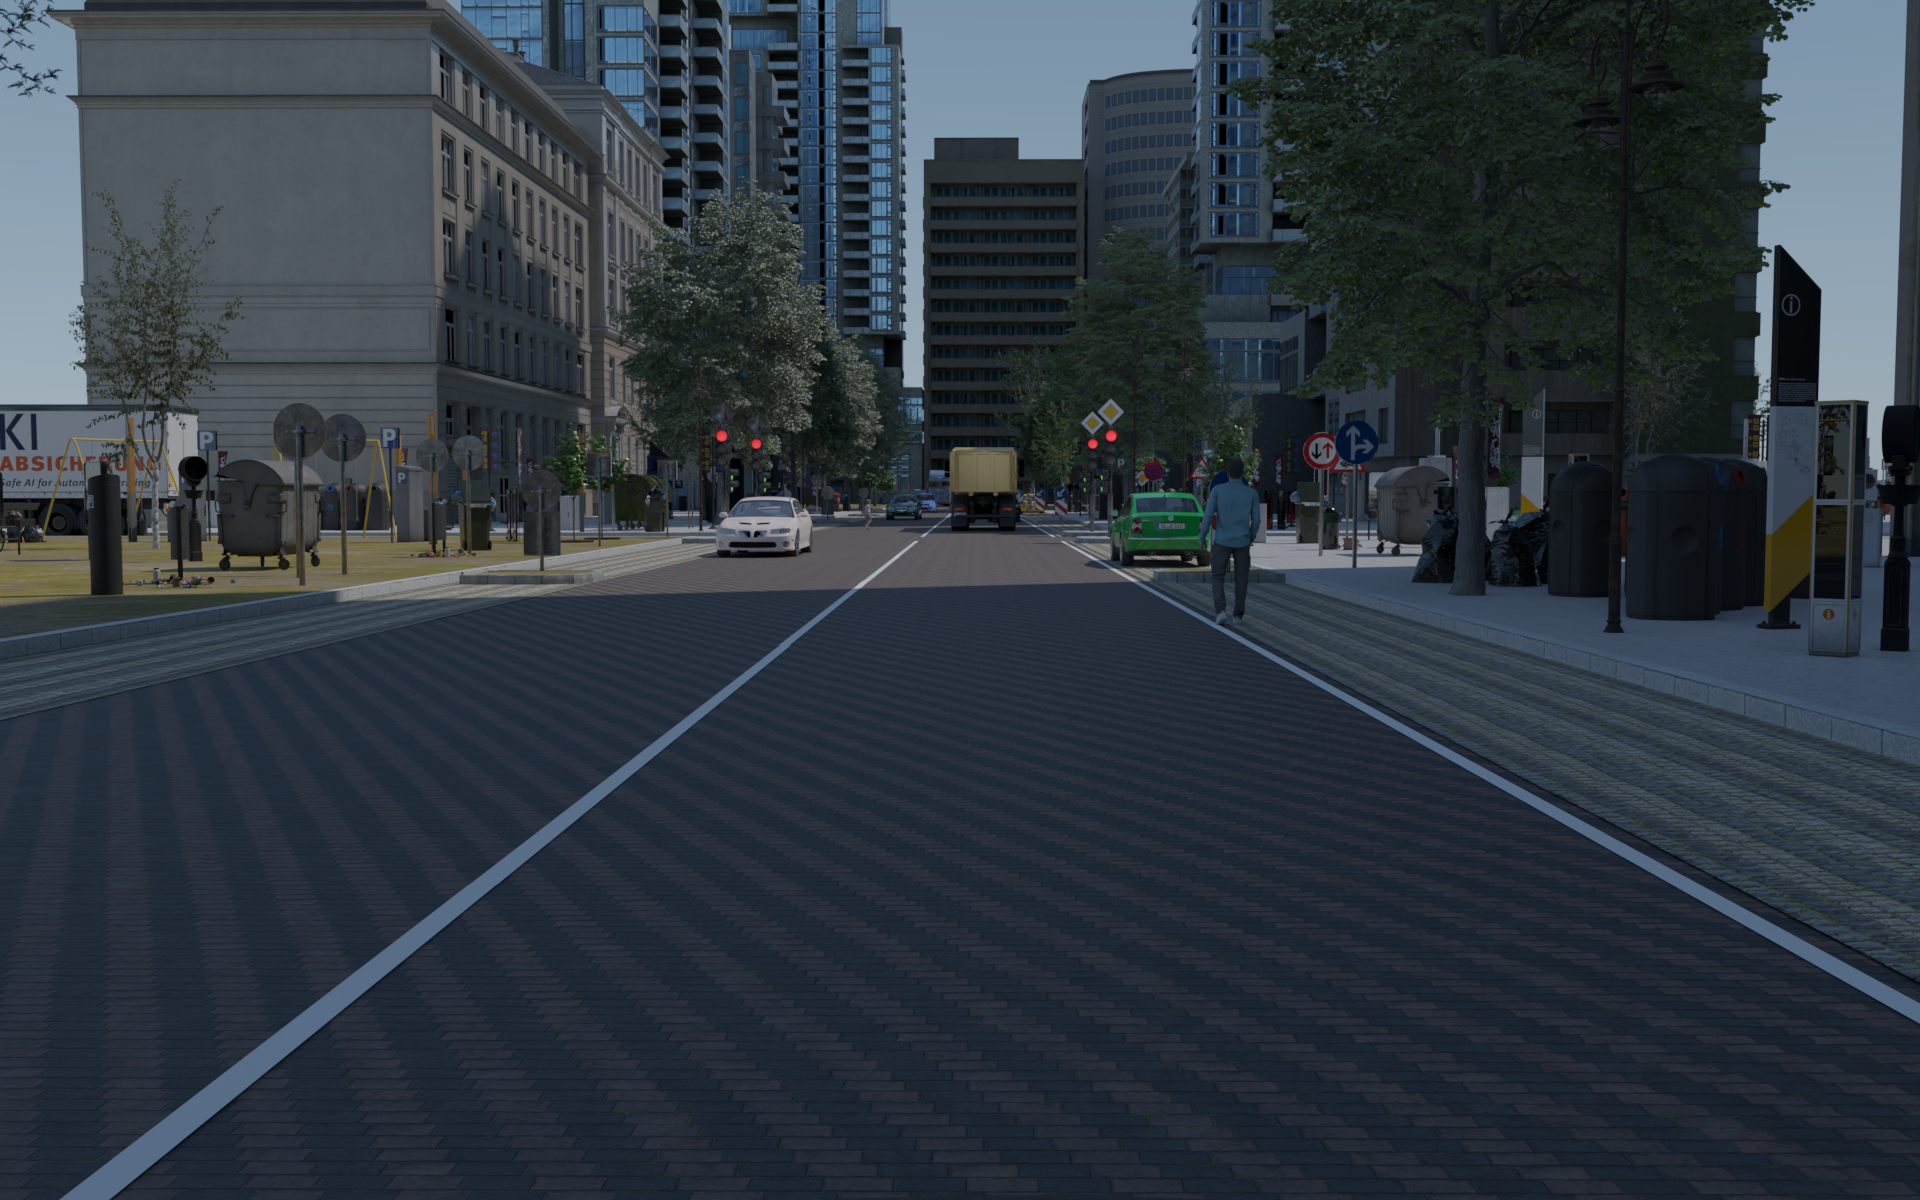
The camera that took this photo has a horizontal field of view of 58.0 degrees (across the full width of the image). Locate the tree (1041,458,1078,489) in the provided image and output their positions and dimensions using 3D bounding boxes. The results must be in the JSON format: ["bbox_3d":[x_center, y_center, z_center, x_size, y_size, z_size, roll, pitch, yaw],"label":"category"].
[{"bbox_3d":[8.195,-9.537,139.640,4.285,4.588,4.351,0,3,0],"label":"tree"}]

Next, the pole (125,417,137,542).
[{"bbox_3d":[-22.094,-3.200,46.163,0.158,3.312,0.155,0,3,0],"label":"pole"}]

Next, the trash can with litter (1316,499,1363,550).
[{"bbox_3d":[8.738,-1.742,39.862,1.055,1.170,0.624,2,4,28],"label":"trash can with litter"}]

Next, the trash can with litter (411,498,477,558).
[{"bbox_3d":[-10.488,-1.509,35.727,1.678,1.210,2.233,0,4,6],"label":"trash can with litter"}]

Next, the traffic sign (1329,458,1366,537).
[{"bbox_3d":[9.422,-2.576,42.123,0.884,2.594,0.081,0,4,5],"label":"traffic sign"}]

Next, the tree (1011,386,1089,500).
[{"bbox_3d":[8.280,-13.177,149.861,7.601,10.594,8.767,1,4,23],"label":"tree"}]

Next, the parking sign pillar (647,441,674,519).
[{"bbox_3d":[-15.242,-6.072,87.745,1.447,3.967,1.447,2,4,29],"label":"parking sign pillar"}]

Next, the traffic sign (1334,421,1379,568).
[{"bbox_3d":[6.875,-1.835,30.110,0.768,2.556,0.104,0,4,1],"label":"traffic sign"}]

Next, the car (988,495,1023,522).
[{"bbox_3d":[2.298,-4.940,90.553,2.009,1.686,4.222,0,4,1],"label":"car"}]

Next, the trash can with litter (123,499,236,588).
[{"bbox_3d":[-11.159,-0.822,24.493,1.678,1.210,2.233,-1,4,-23],"label":"trash can with litter"}]

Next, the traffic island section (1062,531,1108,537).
[{"bbox_3d":[4.520,-2.249,59.054,2.009,0.180,2.903,0,4,1],"label":"traffic island section"}]

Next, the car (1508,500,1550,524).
[{"bbox_3d":[19.416,-2.641,54.985,4.920,1.459,2.131,0,4,-1],"label":"car"}]

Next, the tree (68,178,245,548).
[{"bbox_3d":[-19.067,-5.536,40.868,4.360,8.622,3.978,0,3,0],"label":"tree"}]

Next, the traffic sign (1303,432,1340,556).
[{"bbox_3d":[7.446,-2.176,35.676,0.768,2.556,0.104,0,4,7],"label":"traffic sign"}]

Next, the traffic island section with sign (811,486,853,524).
[{"bbox_3d":[-6.356,-4.596,83.765,1.989,1.847,2.006,0,4,1],"label":"traffic island section with sign"}]

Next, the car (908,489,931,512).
[{"bbox_3d":[-3.383,-8.039,140.112,2.281,1.827,5.304,0,4,-1],"label":"car"}]

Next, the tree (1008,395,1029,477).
[{"bbox_3d":[8.704,-15.631,173.699,7.486,12.596,7.792,0,3,0],"label":"tree"}]

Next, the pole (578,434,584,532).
[{"bbox_3d":[-12.764,-3.948,58.390,0.158,3.312,0.155,0,3,0],"label":"pole"}]

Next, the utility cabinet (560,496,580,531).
[{"bbox_3d":[-13.826,-3.070,61.355,0.306,1.237,1.020,-3,4,-38],"label":"utility cabinet"}]

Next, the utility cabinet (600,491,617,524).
[{"bbox_3d":[-14.943,-3.963,73.471,0.318,1.500,1.173,1,4,15],"label":"utility cabinet"}]

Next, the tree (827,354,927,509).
[{"bbox_3d":[-8.449,-14.699,150.694,12.009,13.543,11.850,0,3,0],"label":"tree"}]

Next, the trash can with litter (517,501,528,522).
[{"bbox_3d":[-19.841,-4.158,79.365,0.624,1.170,1.055,2,4,27],"label":"trash can with litter"}]

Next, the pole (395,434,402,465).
[{"bbox_3d":[-19.154,-3.994,59.146,0.158,3.312,0.155,0,3,0],"label":"pole"}]

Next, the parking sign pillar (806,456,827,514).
[{"bbox_3d":[-9.196,-7.471,110.621,1.447,3.967,1.447,1,4,22],"label":"parking sign pillar"}]

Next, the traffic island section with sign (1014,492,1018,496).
[{"bbox_3d":[5.738,-10.969,187.971,1.989,1.847,2.006,0,4,1],"label":"traffic island section with sign"}]

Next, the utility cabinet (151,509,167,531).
[{"bbox_3d":[-27.212,-3.121,59.711,1.173,1.500,0.318,-3,4,-38],"label":"utility cabinet"}]

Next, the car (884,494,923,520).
[{"bbox_3d":[-3.108,-5.183,96.543,2.131,1.459,4.920,0,4,2],"label":"car"}]

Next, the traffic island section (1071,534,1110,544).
[{"bbox_3d":[4.445,-1.761,51.069,2.009,0.180,2.903,0,4,1],"label":"traffic island section"}]

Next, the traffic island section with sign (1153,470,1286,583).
[{"bbox_3d":[4.236,-1.224,28.642,1.989,1.847,2.006,0,4,1],"label":"traffic island section with sign"}]

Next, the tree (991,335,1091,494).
[{"bbox_3d":[9.634,-21.322,204.508,12.611,20.169,13.585,0,3,0],"label":"tree"}]

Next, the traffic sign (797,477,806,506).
[{"bbox_3d":[-11.637,-7.755,126.804,0.884,2.594,0.081,0,4,1],"label":"traffic sign"}]

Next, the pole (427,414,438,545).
[{"bbox_3d":[-13.404,-3.066,43.973,0.158,3.312,0.155,0,3,0],"label":"pole"}]

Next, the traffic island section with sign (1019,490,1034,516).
[{"bbox_3d":[5.010,-6.300,111.637,1.989,1.847,2.006,0,4,1],"label":"traffic island section with sign"}]

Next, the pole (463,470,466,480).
[{"bbox_3d":[-19.424,-4.538,68.037,0.158,3.312,0.155,0,3,0],"label":"pole"}]

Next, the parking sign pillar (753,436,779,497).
[{"bbox_3d":[-8.993,-5.482,78.096,1.447,3.967,1.447,0,4,7],"label":"parking sign pillar"}]

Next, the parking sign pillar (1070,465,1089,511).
[{"bbox_3d":[8.978,-8.694,130.621,1.447,3.967,1.447,2,4,24],"label":"parking sign pillar"}]

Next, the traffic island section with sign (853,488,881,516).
[{"bbox_3d":[-6.110,-6.253,110.860,1.989,1.847,2.006,0,4,1],"label":"traffic island section with sign"}]

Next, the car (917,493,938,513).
[{"bbox_3d":[-2.625,-7.430,131.075,1.945,1.707,3.694,0,4,2],"label":"car"}]

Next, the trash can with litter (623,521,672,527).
[{"bbox_3d":[-12.316,-3.475,67.878,2.233,1.210,1.678,-2,4,-26],"label":"trash can with litter"}]

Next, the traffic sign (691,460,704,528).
[{"bbox_3d":[-10.115,-4.002,65.436,0.884,2.594,0.081,0,4,2],"label":"traffic sign"}]

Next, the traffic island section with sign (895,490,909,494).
[{"bbox_3d":[-5.629,-9.355,161.576,1.989,1.847,2.006,0,4,1],"label":"traffic island section with sign"}]

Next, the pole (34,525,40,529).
[{"bbox_3d":[-33.760,-4.244,63.239,0.158,3.312,0.155,0,3,0],"label":"pole"}]

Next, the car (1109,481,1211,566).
[{"bbox_3d":[4.075,-1.635,35.525,1.959,1.807,4.718,0,4,1],"label":"car"}]

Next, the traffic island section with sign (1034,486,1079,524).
[{"bbox_3d":[4.766,-4.625,84.249,1.989,1.847,2.006,0,4,1],"label":"traffic island section with sign"}]

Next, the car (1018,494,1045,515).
[{"bbox_3d":[4.887,-6.677,119.387,2.015,1.641,3.980,0,4,-1],"label":"car"}]

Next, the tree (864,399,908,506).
[{"bbox_3d":[-9.001,-15.488,178.986,9.928,11.665,9.643,0,3,0],"label":"tree"}]

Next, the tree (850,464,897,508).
[{"bbox_3d":[-8.937,-10.896,161.866,4.285,4.588,4.351,0,3,0],"label":"tree"}]

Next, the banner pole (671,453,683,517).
[{"bbox_3d":[-15.893,-6.540,96.939,0.863,3.779,0.401,-2,4,-28],"label":"banner pole"}]

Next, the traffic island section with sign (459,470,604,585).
[{"bbox_3d":[-6.887,-1.196,28.177,1.989,1.847,2.006,0,4,1],"label":"traffic island section with sign"}]

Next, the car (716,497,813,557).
[{"bbox_3d":[-4.595,-1.762,41.165,2.083,1.381,4.827,0,4,2],"label":"car"}]

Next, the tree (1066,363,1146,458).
[{"bbox_3d":[8.035,-8.877,95.499,4.360,8.622,3.978,0,3,0],"label":"tree"}]

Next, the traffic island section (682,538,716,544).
[{"bbox_3d":[-6.996,-1.768,51.181,2.009,0.180,2.903,0,4,1],"label":"traffic island section"}]
